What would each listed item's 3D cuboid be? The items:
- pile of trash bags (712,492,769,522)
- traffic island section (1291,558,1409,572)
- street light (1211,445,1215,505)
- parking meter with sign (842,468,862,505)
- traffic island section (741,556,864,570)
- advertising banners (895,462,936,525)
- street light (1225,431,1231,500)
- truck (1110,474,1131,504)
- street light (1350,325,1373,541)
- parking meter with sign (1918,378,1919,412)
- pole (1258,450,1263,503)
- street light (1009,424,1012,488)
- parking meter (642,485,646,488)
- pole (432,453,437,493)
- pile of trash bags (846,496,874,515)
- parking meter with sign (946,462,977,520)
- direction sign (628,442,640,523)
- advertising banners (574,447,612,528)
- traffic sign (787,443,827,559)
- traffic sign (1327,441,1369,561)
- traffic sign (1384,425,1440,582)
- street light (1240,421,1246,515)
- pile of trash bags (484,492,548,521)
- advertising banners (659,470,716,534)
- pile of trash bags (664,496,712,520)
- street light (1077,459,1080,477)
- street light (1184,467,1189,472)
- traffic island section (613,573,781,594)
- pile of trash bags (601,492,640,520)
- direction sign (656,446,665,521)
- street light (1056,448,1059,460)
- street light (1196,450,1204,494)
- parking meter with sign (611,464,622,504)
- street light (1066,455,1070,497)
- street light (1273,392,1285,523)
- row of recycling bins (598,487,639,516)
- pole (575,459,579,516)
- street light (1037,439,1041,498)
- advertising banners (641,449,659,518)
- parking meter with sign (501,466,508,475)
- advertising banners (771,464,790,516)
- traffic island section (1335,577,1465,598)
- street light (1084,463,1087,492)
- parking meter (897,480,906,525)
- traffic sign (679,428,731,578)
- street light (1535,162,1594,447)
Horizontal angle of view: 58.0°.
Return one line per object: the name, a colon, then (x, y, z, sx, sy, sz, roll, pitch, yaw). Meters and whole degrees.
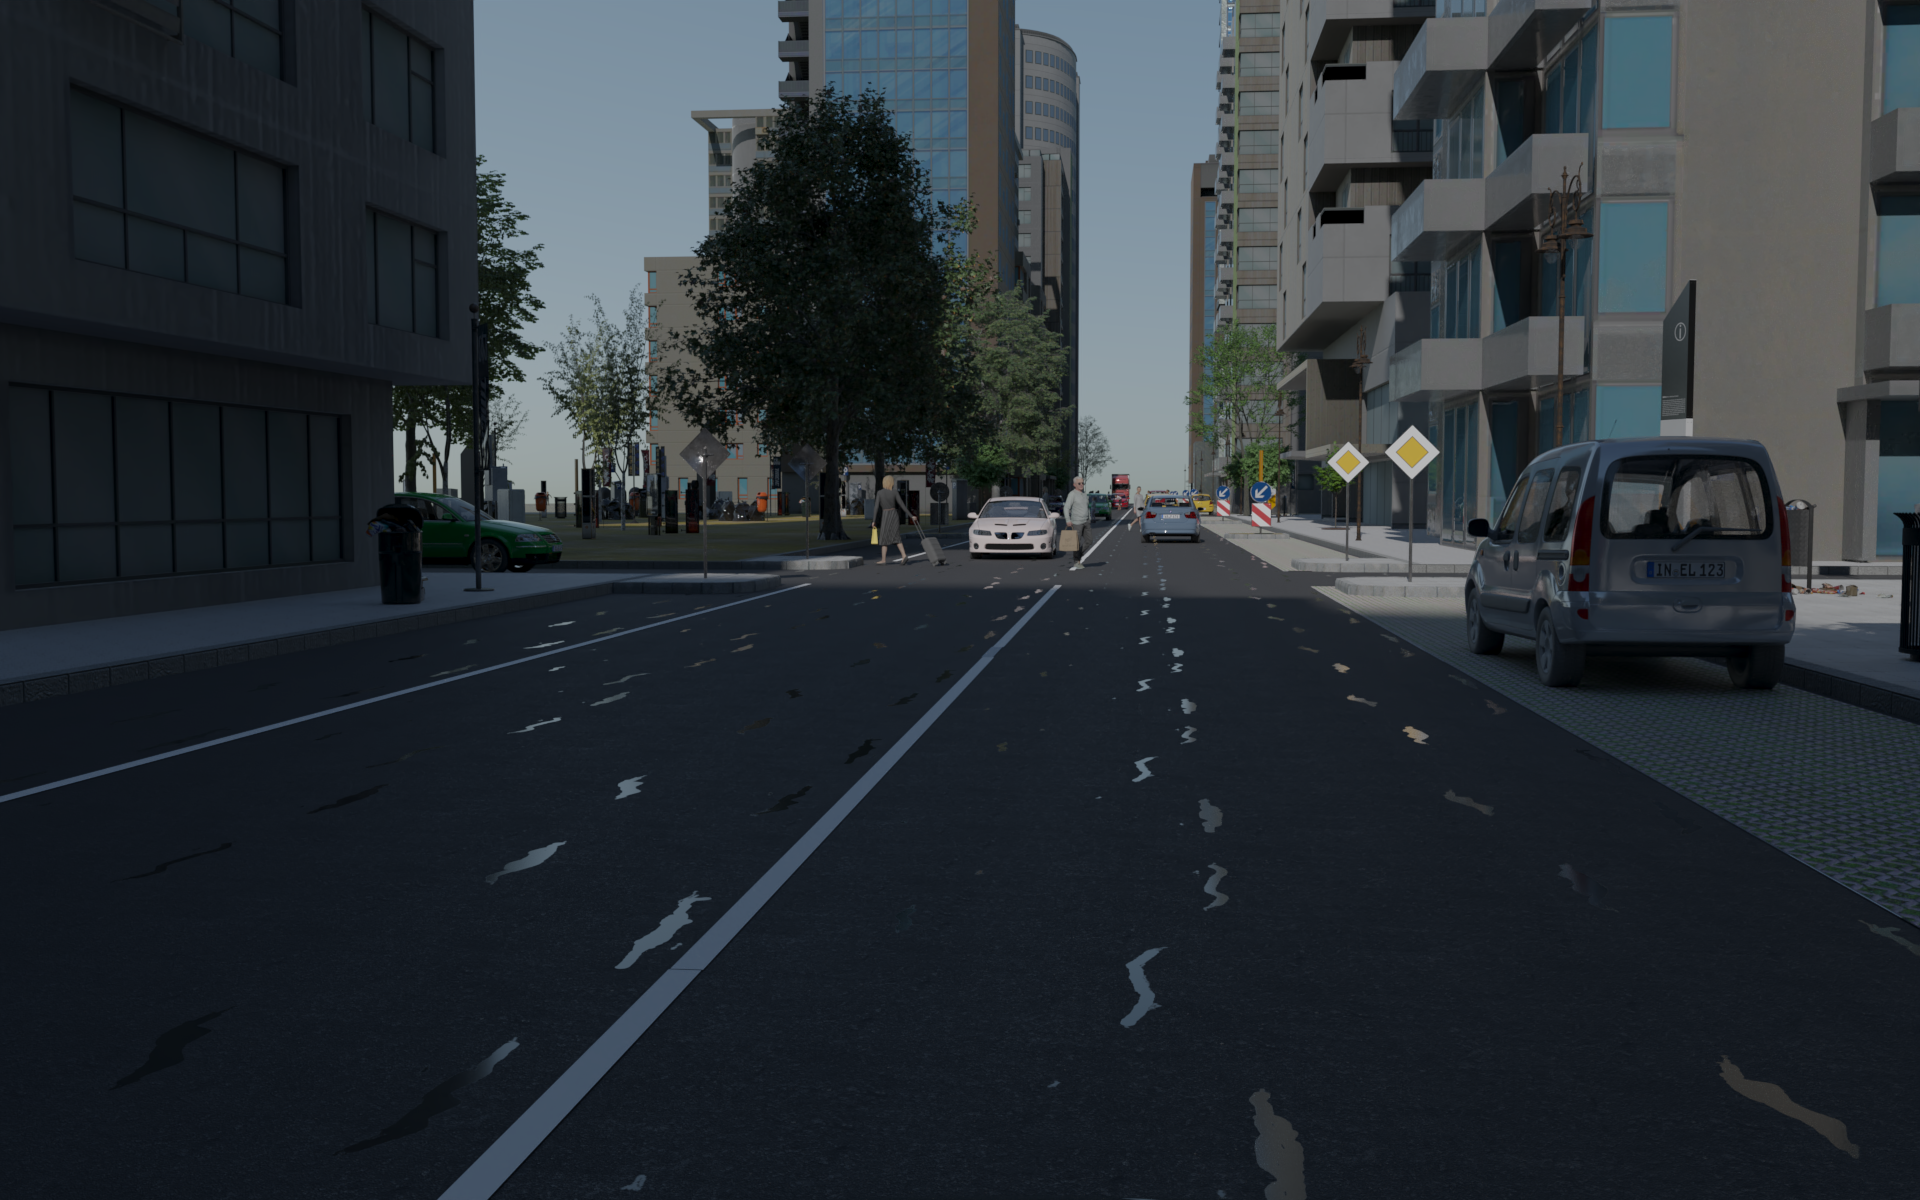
pile of trash bags: (-9.912, -4.378, 81.333, 1.912, 1.369, 3.447, -2, 4, -34)
traffic island section: (7.435, -0.668, 33.199, 2.009, 0.180, 2.903, 0, 4, 6)
street light: (22.459, -11.061, 153.638, 0.468, 5.910, 1.993, 0, 4, 6)
parking meter with sign: (-6.659, -6.972, 110.249, 1.738, 3.016, 0.543, 2, 4, 33)
traffic island section: (-3.046, -0.737, 34.325, 2.009, 0.180, 2.903, 0, 4, 6)
advertising banners: (-1.932, -4.595, 71.324, 2.074, 3.025, 0.090, 0, 4, -1)
street light: (19.165, -9.256, 124.120, 0.468, 5.910, 1.993, 0, 4, 6)
truck: (22.496, -15.517, 242.613, 2.839, 4.237, 11.283, 0, 4, 6)
street light: (10.976, -4.571, 47.521, 0.468, 5.910, 1.993, 0, 4, 6)
parking meter with sign: (14.244, -1.725, 24.462, 0.543, 3.016, 1.738, 0, 4, 1)
pole: (14.061, -5.330, 80.988, 0.158, 3.312, 0.155, 0, 3, 0)
street light: (3.211, -8.445, 110.859, 0.468, 5.910, 1.993, 0, 4, 6)
parking meter: (-20.252, -6.469, 111.471, 0.255, 1.863, 0.399, 1, 4, 9)
pole: (-26.147, -5.650, 86.219, 0.158, 3.312, 0.155, 0, 3, 0)
pile of trash bags: (-5.567, -5.904, 106.282, 3.447, 1.369, 1.912, -2, 4, -29)
parking meter with sign: (0.012, -5.451, 85.385, 1.738, 3.016, 0.543, -3, 4, -37)
direction sign: (-14.228, -5.112, 75.578, 0.379, 3.537, 0.876, -3, 5, -43)
advertising banners: (-13.837, -4.230, 65.350, 2.074, 3.025, 0.090, 2, 4, 35)
traffic sign: (-3.022, -1.873, 34.261, 0.795, 2.450, 0.064, 0, 4, 6)
traffic sign: (7.410, -1.803, 33.124, 0.795, 2.450, 0.064, 0, 4, 6)
traffic sign: (6.558, -1.318, 25.185, 0.795, 2.450, 0.064, 0, 4, 6)
street light: (17.381, -8.205, 106.938, 0.468, 5.910, 1.993, 0, 4, 6)
pile of trash bags: (-21.478, -4.468, 82.811, 3.447, 1.369, 1.912, -1, 4, -23)
advertising banners: (-8.789, -3.698, 56.651, 2.074, 3.025, 0.090, -3, 4, -36)
pile of trash bags: (-13.358, -4.757, 87.524, 3.447, 1.369, 1.912, 1, 4, 15)
street light: (15.262, -15.301, 222.964, 0.468, 5.910, 1.993, 0, 4, 6)
street light: (34.531, -17.922, 265.813, 0.468, 5.910, 1.993, 0, 4, 6)
traffic island section: (-3.899, -0.251, 26.385, 2.009, 0.180, 2.903, 0, 4, 6)
pile of trash bags: (-17.210, -4.741, 87.263, 1.912, 1.369, 3.447, 1, 4, 23)
direction sign: (-14.194, -5.509, 82.070, 0.379, 3.537, 0.876, -3, 4, -37)
street light: (9.543, -12.078, 170.264, 0.468, 5.910, 1.993, 0, 4, 6)
street light: (25.548, -12.876, 183.317, 0.468, 5.910, 1.993, 0, 4, 6)
parking meter with sign: (-19.027, -6.085, 95.743, 0.543, 3.016, 1.738, -2, 4, -29)
street light: (12.015, -13.496, 193.441, 0.468, 5.910, 1.993, 0, 4, 6)
street light: (14.270, -6.398, 77.401, 0.468, 5.910, 1.993, 0, 4, 6)
row of recycling bins: (-19.091, -5.658, 99.623, 3.534, 1.692, 1.069, -1, 4, -22)
pole: (-22.253, -6.527, 100.552, 0.158, 3.312, 0.155, 0, 3, 0)
street light: (6.387, -10.254, 140.442, 0.468, 5.910, 1.993, 0, 4, 6)
advertising banners: (-11.987, -4.435, 68.700, 0.090, 3.025, 2.074, 2, 4, 29)
parking meter with sign: (-28.331, -6.782, 107.146, 0.543, 3.016, 1.738, -1, 4, -9)
advertising banners: (-10.708, -6.534, 103.019, 0.090, 3.025, 2.074, 2, 4, 27)
traffic island section: (6.582, -0.182, 25.259, 2.009, 0.180, 2.903, 0, 4, 6)
street light: (18.314, -17.108, 252.508, 0.468, 5.910, 1.993, 0, 4, 6)
parking meter: (-2.462, -4.112, 72.941, 0.255, 1.863, 0.399, -2, 4, -28)
traffic sign: (-3.874, -1.387, 26.321, 0.795, 2.450, 0.064, 0, 4, 6)
street light: (8.521, -3.167, 24.572, 0.468, 5.910, 1.993, 0, 4, 6)
